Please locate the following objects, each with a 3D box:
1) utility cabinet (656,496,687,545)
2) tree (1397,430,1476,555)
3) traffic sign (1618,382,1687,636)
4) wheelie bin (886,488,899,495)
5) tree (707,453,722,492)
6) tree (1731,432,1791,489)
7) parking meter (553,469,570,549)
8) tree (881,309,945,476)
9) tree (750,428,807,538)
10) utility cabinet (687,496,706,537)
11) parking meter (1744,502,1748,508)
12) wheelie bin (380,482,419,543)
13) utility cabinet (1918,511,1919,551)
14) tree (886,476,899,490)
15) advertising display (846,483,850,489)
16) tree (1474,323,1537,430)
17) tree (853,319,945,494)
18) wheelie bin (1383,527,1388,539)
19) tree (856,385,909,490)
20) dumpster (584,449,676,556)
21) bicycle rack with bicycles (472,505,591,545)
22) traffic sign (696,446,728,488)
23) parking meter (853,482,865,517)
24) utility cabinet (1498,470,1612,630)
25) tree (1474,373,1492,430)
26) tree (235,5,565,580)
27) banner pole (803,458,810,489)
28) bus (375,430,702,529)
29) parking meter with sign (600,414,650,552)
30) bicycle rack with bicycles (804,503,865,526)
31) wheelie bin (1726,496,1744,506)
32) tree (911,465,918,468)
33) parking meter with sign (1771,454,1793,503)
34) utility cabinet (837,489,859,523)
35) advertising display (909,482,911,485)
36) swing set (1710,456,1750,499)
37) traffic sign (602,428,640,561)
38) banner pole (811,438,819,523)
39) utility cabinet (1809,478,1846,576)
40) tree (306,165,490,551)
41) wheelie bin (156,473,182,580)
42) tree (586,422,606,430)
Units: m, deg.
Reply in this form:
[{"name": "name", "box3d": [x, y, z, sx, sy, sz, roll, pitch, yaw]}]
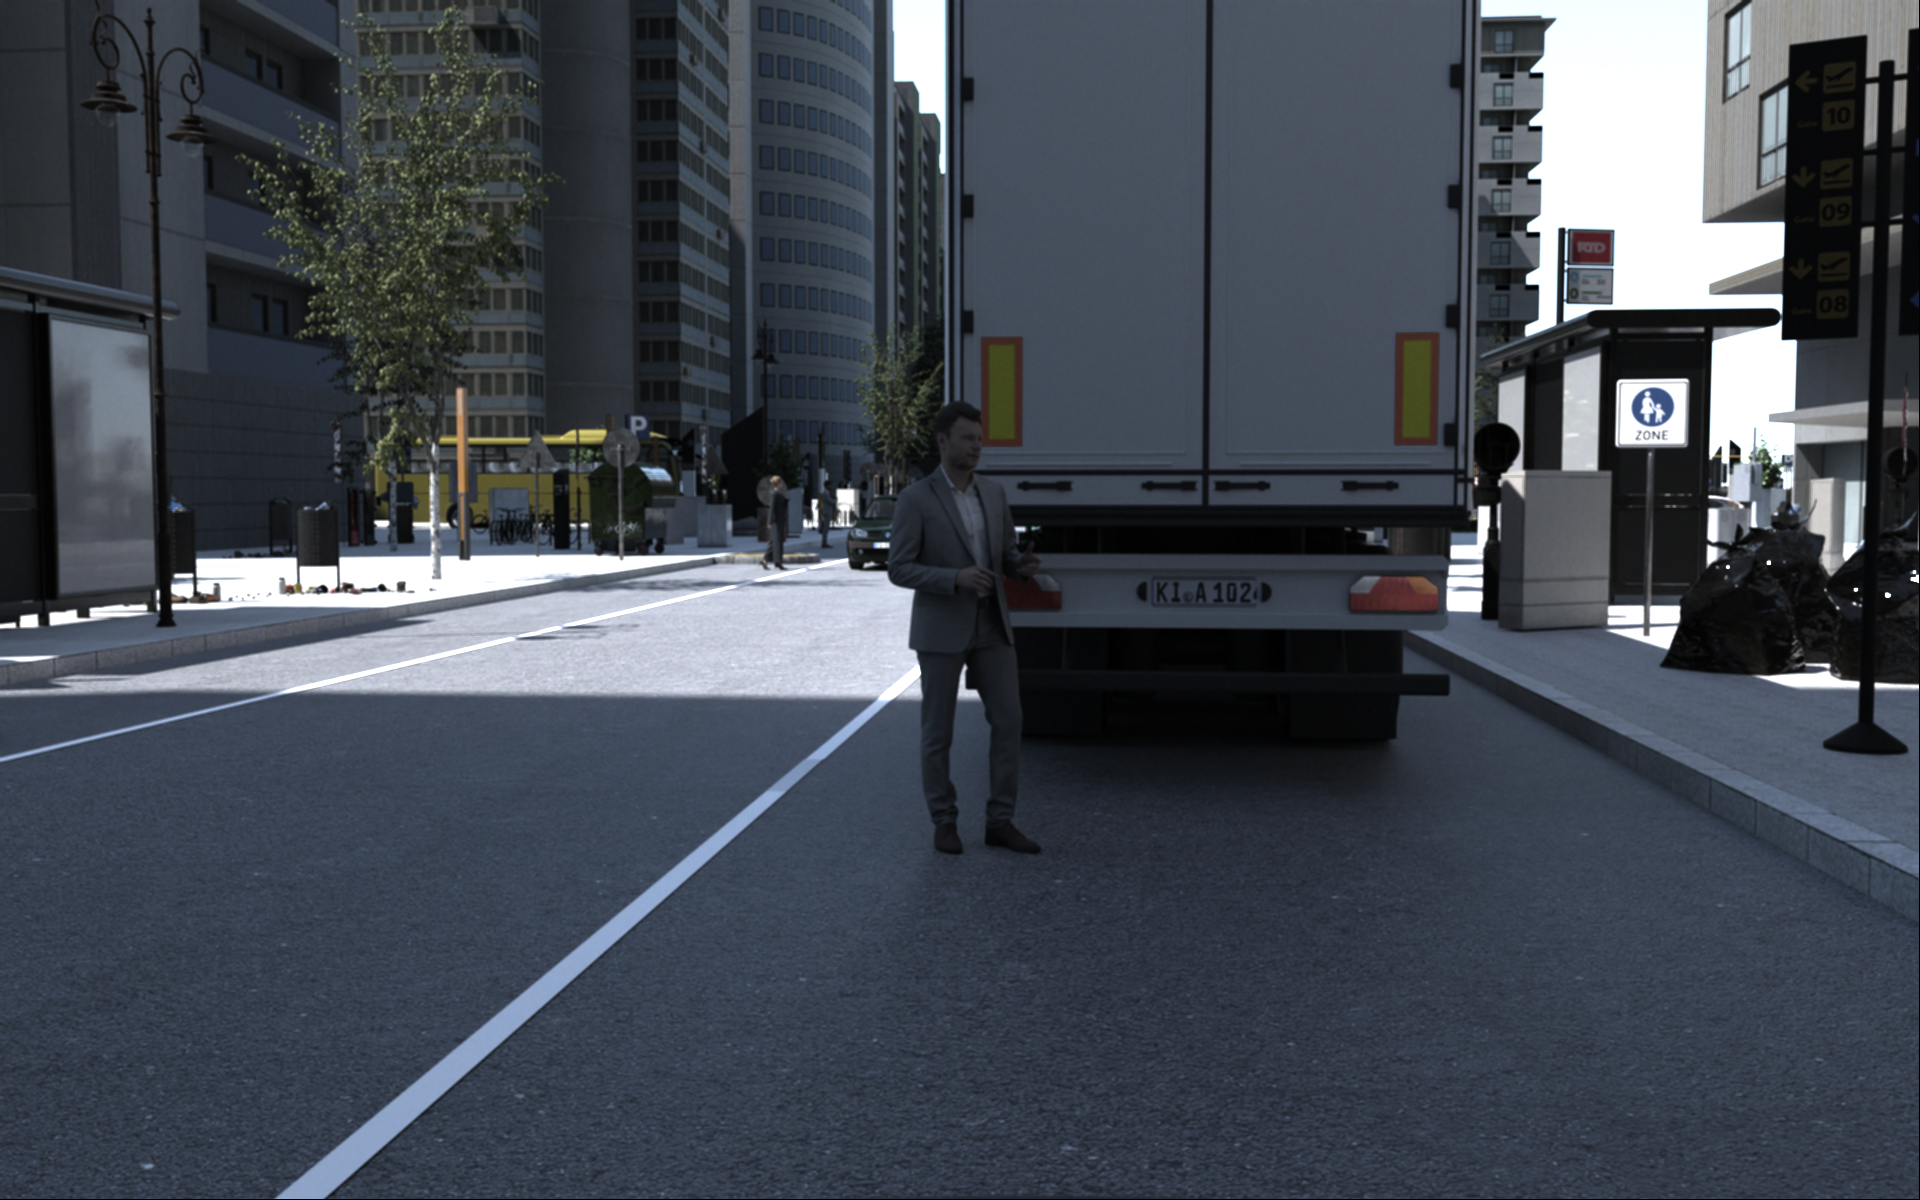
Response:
[{"name": "utility cabinet", "box3d": [-7.411, -2.022, 44.216, 0.306, 1.237, 1.020, 1, 4, 17]}, {"name": "tree", "box3d": [5.963, -1.720, 22.723, 1.663, 3.219, 1.824, 0, 3, 0]}, {"name": "traffic sign", "box3d": [6.194, -0.821, 15.560, 0.606, 2.300, 0.079, 1, 4, 12]}, {"name": "wheelie bin", "box3d": [-3.221, -4.615, 83.360, 0.693, 1.594, 0.980, -2, 4, -30]}, {"name": "tree", "box3d": [-10.830, -5.162, 79.000, 1.663, 3.219, 1.824, 0, 3, 0]}, {"name": "tree", "box3d": [25.186, -3.676, 54.705, 1.663, 3.219, 1.824, 0, 3, 0]}, {"name": "parking meter", "box3d": [-9.305, -2.125, 40.447, 0.255, 1.863, 0.399, 1, 4, 11]}, {"name": "tree", "box3d": [-0.219, -11.541, 105.705, 9.611, 12.733, 9.660, 0, 3, 0]}, {"name": "tree", "box3d": [-5.368, -3.454, 51.078, 1.663, 3.219, 1.824, 0, 3, 0]}, {"name": "utility cabinet", "box3d": [-8.082, -2.483, 51.751, 1.020, 1.237, 0.306, -3, 5, -43]}, {"name": "parking meter", "box3d": [24.004, -2.866, 52.566, 0.399, 1.863, 0.255, -1, 4, -18]}, {"name": "wheelie bin", "box3d": [-14.642, -2.284, 45.249, 0.980, 1.594, 0.693, -1, 4, -18]}, {"name": "utility cabinet", "box3d": [10.945, -0.463, 18.734, 1.020, 1.237, 0.306, 2, 4, 29]}, {"name": "tree", "box3d": [-5.087, -7.936, 124.357, 1.663, 3.219, 1.824, 0, 3, 0]}, {"name": "advertising display", "box3d": [-6.507, -5.843, 100.742, 0.123, 1.923, 0.974, 0, 4, 3]}, {"name": "tree", "box3d": [23.938, -7.627, 75.068, 4.360, 8.622, 3.978, 0, 3, 0]}, {"name": "tree", "box3d": [-2.727, -7.559, 73.945, 4.737, 8.622, 4.395, 0, 3, 0]}, {"name": "wheelie bin", "box3d": [12.121, -2.548, 49.560, 0.980, 1.594, 0.693, 2, 4, 31]}, {"name": "tree", "box3d": [-4.907, -10.156, 116.419, 4.360, 8.622, 3.978, 0, 3, 0]}, {"name": "dumpster", "box3d": [-6.978, -2.087, 36.624, 1.502, 2.255, 1.985, 0, 4, 5]}, {"name": "bicycle rack with bicycles", "box3d": [-10.912, -1.887, 44.239, 2.852, 0.926, 2.925, 1, 4, 22]}, {"name": "traffic sign", "box3d": [-6.656, -2.845, 46.514, 0.884, 2.594, 0.081, 0, 4, 6]}, {"name": "parking meter", "box3d": [-4.946, -4.779, 83.855, 0.399, 1.863, 0.255, 2, 4, 34]}, {"name": "utility cabinet", "box3d": [5.650, -0.476, 16.464, 1.173, 1.500, 0.318, -2, 4, -30]}, {"name": "tree", "box3d": [25.864, -8.627, 91.415, 4.737, 8.622, 4.395, 0, 3, 0]}, {"name": "tree", "box3d": [-8.119, -4.612, 25.772, 4.737, 8.622, 4.395, 0, 3, 0]}, {"name": "banner pole", "box3d": [-9.283, -7.111, 106.280, 0.863, 3.779, 0.401, -1, 4, -12]}, {"name": "bus", "box3d": [-16.152, -4.610, 66.923, 12.252, 3.916, 2.896, 0, 4, 4]}, {"name": "parking meter with sign", "box3d": [-7.551, -2.594, 38.668, 0.543, 3.016, 1.738, -3, 4, -36]}, {"name": "bicycle rack with bicycles", "box3d": [-5.407, -3.482, 70.320, 2.852, 0.926, 2.925, 0, 4, -4]}, {"name": "wheelie bin", "box3d": [38.007, -4.697, 84.701, 0.980, 1.594, 0.693, 1, 4, 14]}, {"name": "tree", "box3d": [-2.697, -9.775, 143.531, 4.285, 4.588, 4.351, 0, 3, 0]}, {"name": "parking meter with sign", "box3d": [36.058, -4.913, 76.583, 0.543, 3.016, 1.738, 0, 4, -8]}, {"name": "utility cabinet", "box3d": [-4.908, -4.115, 75.965, 0.318, 1.500, 1.173, -3, 5, -45]}, {"name": "advertising display", "box3d": [-1.860, -4.504, 78.853, 0.974, 1.923, 0.123, 1, 4, 18]}, {"name": "swing set", "box3d": [31.026, -4.476, 70.796, 3.119, 2.851, 2.862, -1, 4, -12]}, {"name": "traffic sign", "box3d": [-6.527, -2.031, 33.308, 0.768, 2.556, 0.104, 1, 4, 12]}, {"name": "banner pole", "box3d": [-6.258, -5.357, 77.604, 0.401, 3.779, 0.863, -1, 4, -21]}, {"name": "utility cabinet", "box3d": [12.087, -0.948, 24.176, 0.318, 1.500, 1.173, 2, 4, 34]}, {"name": "tree", "box3d": [-12.735, -5.414, 38.885, 4.360, 8.622, 3.978, 0, 3, 0]}, {"name": "wheelie bin", "box3d": [-12.133, -1.101, 25.918, 0.980, 1.594, 0.693, -1, 4, -14]}, {"name": "tree", "box3d": [-16.338, -5.848, 79.326, 4.285, 4.588, 4.351, 0, 3, 0]}]
